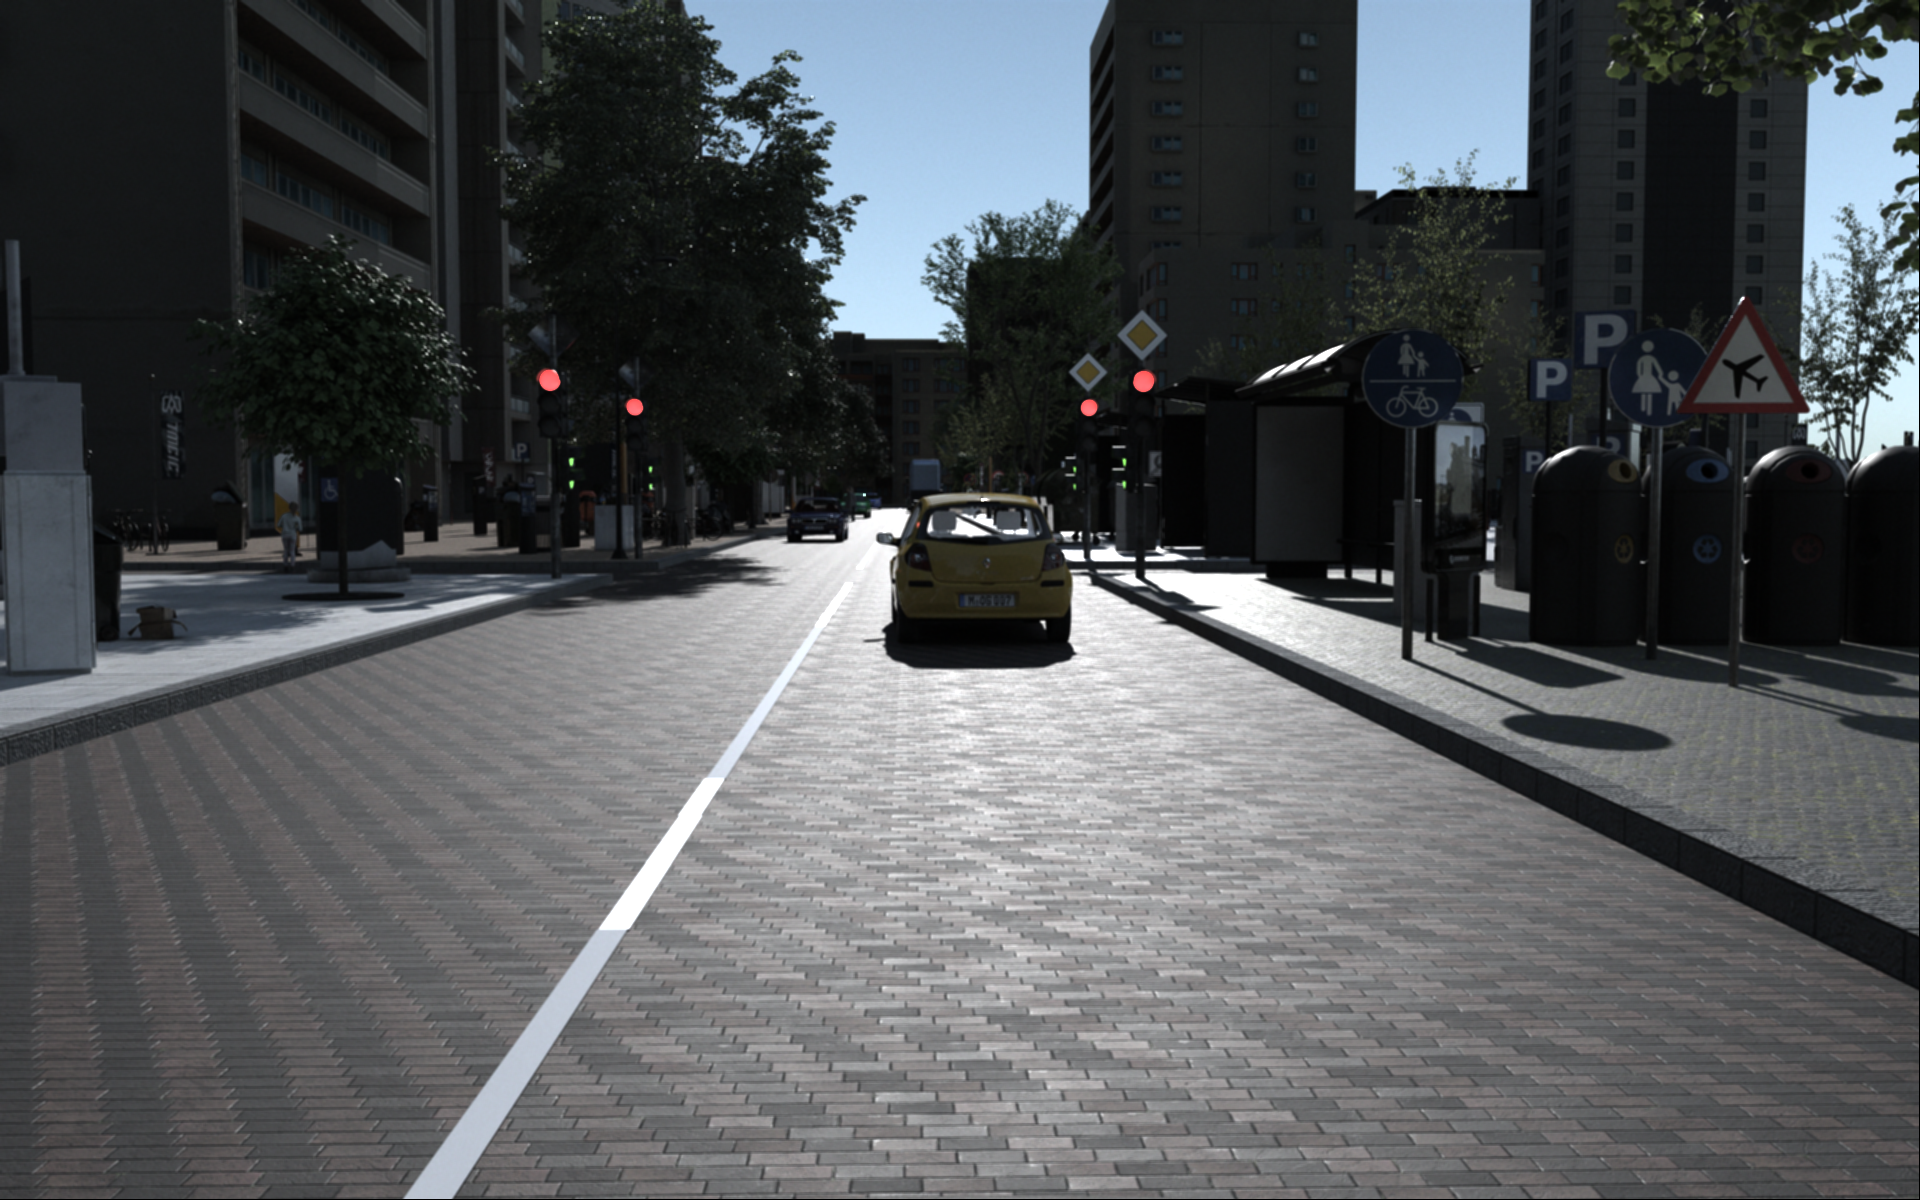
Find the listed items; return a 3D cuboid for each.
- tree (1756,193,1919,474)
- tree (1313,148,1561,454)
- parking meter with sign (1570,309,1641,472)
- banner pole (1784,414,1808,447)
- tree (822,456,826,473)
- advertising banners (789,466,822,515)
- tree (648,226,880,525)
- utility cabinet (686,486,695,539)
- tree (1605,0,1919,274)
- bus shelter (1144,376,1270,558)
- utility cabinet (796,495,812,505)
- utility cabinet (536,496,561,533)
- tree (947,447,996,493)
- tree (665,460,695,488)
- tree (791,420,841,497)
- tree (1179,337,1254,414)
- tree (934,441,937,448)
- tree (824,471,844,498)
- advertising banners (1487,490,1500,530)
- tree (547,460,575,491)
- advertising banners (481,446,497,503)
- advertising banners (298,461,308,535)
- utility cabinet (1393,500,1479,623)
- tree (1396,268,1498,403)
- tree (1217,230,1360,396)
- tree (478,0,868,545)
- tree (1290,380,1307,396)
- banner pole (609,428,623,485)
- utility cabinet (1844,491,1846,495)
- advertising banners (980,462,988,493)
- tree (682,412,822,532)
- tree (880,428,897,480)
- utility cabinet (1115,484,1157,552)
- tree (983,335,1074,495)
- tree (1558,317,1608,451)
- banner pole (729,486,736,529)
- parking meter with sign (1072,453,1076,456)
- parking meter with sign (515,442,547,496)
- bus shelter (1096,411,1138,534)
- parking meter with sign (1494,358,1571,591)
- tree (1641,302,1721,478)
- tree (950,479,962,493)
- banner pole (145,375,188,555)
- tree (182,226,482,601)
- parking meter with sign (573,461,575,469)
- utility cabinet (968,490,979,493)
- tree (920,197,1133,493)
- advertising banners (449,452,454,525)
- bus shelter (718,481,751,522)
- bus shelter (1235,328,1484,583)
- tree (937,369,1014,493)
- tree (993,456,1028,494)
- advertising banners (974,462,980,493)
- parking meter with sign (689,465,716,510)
[{"bbox_3d":[22.007,-5.658,42.868,4.360,8.622,3.978,0,3,0],"label":"tree"},{"bbox_3d":[10.184,-5.337,37.622,4.360,8.622,3.978,0,3,0],"label":"tree"},{"bbox_3d":[6.534,-1.285,17.268,0.543,3.016,1.738,2,4,29],"label":"parking meter with sign"},{"bbox_3d":[26.044,-3.923,54.163,0.863,3.779,0.401,1,4,10],"label":"banner pole"},{"bbox_3d":[-9.525,-7.249,102.229,4.285,4.588,4.351,0,3,0],"label":"tree"},{"bbox_3d":[-9.540,-6.770,106.871,2.074,3.025,0.090,0,4,-6],"label":"advertising banners"},{"bbox_3d":[-8.612,-9.475,71.924,9.611,12.733,9.660,0,3,0],"label":"tree"},{"bbox_3d":[-7.741,-2.490,49.384,0.318,1.500,1.173,0,4,-6],"label":"utility cabinet"},{"bbox_3d":[4.497,-5.338,5.407,7.486,12.596,7.792,0,3,0],"label":"tree"},{"bbox_3d":[5.303,-2.831,37.567,1.731,3.624,6.357,0,4,-2],"label":"bus shelter"},{"bbox_3d":[-8.222,-4.823,90.018,1.020,1.237,0.306,0,4,-6],"label":"utility cabinet"},{"bbox_3d":[-13.563,-2.782,56.642,1.020,1.237,0.306,-1,4,-18],"label":"utility cabinet"},{"bbox_3d":[0.829,-8.136,116.737,4.285,4.588,4.351,0,3,0],"label":"tree"},{"bbox_3d":[-13.860,-5.554,85.412,1.663,3.219,1.824,0,3,0],"label":"tree"},{"bbox_3d":[-10.304,-10.563,123.072,4.737,8.622,4.395,0,3,0],"label":"tree"},{"bbox_3d":[12.311,-7.960,80.502,4.360,8.622,3.978,0,3,0],"label":"tree"},{"bbox_3d":[0.023,-12.689,157.830,4.360,8.622,3.978,0,3,0],"label":"tree"},{"bbox_3d":[-11.406,-9.735,153.774,1.663,3.219,1.824,0,3,0],"label":"tree"},{"bbox_3d":[18.846,-4.044,62.300,2.074,3.025,0.090,2,4,25],"label":"advertising banners"},{"bbox_3d":[-18.369,-5.203,79.669,1.663,3.219,1.824,0,3,0],"label":"tree"},{"bbox_3d":[-16.562,-4.137,63.820,2.074,3.025,0.090,-1,4,-11],"label":"advertising banners"},{"bbox_3d":[-15.034,-2.746,41.088,2.074,3.025,0.090,1,4,12],"label":"advertising banners"},{"bbox_3d":[4.861,-0.399,17.685,0.306,1.237,1.020,-2,4,-24],"label":"utility cabinet"},{"bbox_3d":[15.171,-6.444,55.715,4.737,8.622,4.395,0,3,0],"label":"tree"},{"bbox_3d":[9.360,-6.036,49.051,4.737,8.622,4.395,0,3,0],"label":"tree"},{"bbox_3d":[-7.165,-8.352,43.210,9.857,13.997,8.962,0,3,0],"label":"tree"},{"bbox_3d":[19.342,-9.195,100.705,4.360,8.622,3.978,0,3,0],"label":"tree"},{"bbox_3d":[-11.468,-4.166,58.128,0.401,3.779,0.863,3,4,37],"label":"banner pole"},{"bbox_3d":[19.017,-1.741,37.138,1.173,1.500,0.318,3,4,37],"label":"utility cabinet"},{"bbox_3d":[1.636,-6.078,95.566,0.090,3.025,2.074,3,4,37],"label":"advertising banners"},{"bbox_3d":[-7.773,-4.579,58.583,4.285,4.588,4.351,0,3,0],"label":"tree"},{"bbox_3d":[-11.080,-15.587,171.848,9.611,12.733,9.660,0,3,0],"label":"tree"},{"bbox_3d":[3.894,-1.806,38.204,0.318,1.500,1.173,3,5,40],"label":"utility cabinet"},{"bbox_3d":[2.881,-7.870,79.035,4.737,8.622,4.395,0,3,0],"label":"tree"},{"bbox_3d":[22.601,-7.131,66.952,4.360,8.622,3.978,0,3,0],"label":"tree"},{"bbox_3d":[-8.558,-4.554,64.471,0.401,3.779,0.863,0,4,-8],"label":"banner pole"},{"bbox_3d":[5.656,-4.725,73.520,1.738,3.016,0.543,1,4,10],"label":"parking meter with sign"},{"bbox_3d":[-14.462,-3.851,59.224,0.543,3.016,1.738,1,4,20],"label":"parking meter with sign"},{"bbox_3d":[4.912,-3.723,52.146,1.731,3.624,6.357,0,4,-2],"label":"bus shelter"},{"bbox_3d":[7.580,-1.645,23.150,0.543,3.016,1.738,0,3,0],"label":"parking meter with sign"},{"bbox_3d":[28.105,-7.166,67.534,4.360,8.622,3.978,0,3,0],"label":"tree"},{"bbox_3d":[-0.221,-11.749,186.691,1.663,3.219,1.824,0,3,0],"label":"tree"},{"bbox_3d":[-16.742,-2.842,36.491,0.863,3.779,0.401,-2,4,-31],"label":"banner pole"},{"bbox_3d":[-7.556,-2.300,21.320,4.285,4.588,4.351,0,3,0],"label":"tree"},{"bbox_3d":[-20.372,-5.715,89.696,0.543,3.016,1.738,0,4,4],"label":"parking meter with sign"},{"bbox_3d":[0.804,-5.830,104.000,0.318,1.500,1.173,1,4,21],"label":"utility cabinet"},{"bbox_3d":[2.679,-8.351,62.294,9.928,11.665,9.643,0,3,0],"label":"tree"},{"bbox_3d":[-21.189,-4.643,72.093,0.090,3.025,2.074,-1,4,-13],"label":"advertising banners"},{"bbox_3d":[-10.252,-5.530,81.698,1.731,3.624,6.357,0,4,-2],"label":"bus shelter"},{"bbox_3d":[5.312,-1.838,23.977,2.014,3.302,5.546,0,4,-2],"label":"bus shelter"},{"bbox_3d":[1.625,-9.268,101.900,4.360,8.622,3.978,0,3,0],"label":"tree"},{"bbox_3d":[2.738,-5.778,89.068,1.663,3.219,1.824,0,3,0],"label":"tree"},{"bbox_3d":[0.833,-5.889,92.480,0.090,3.025,2.074,0,4,4],"label":"advertising banners"},{"bbox_3d":[-15.724,-6.727,106.253,1.738,3.016,0.543,-3,5,-45],"label":"parking meter with sign"}]
